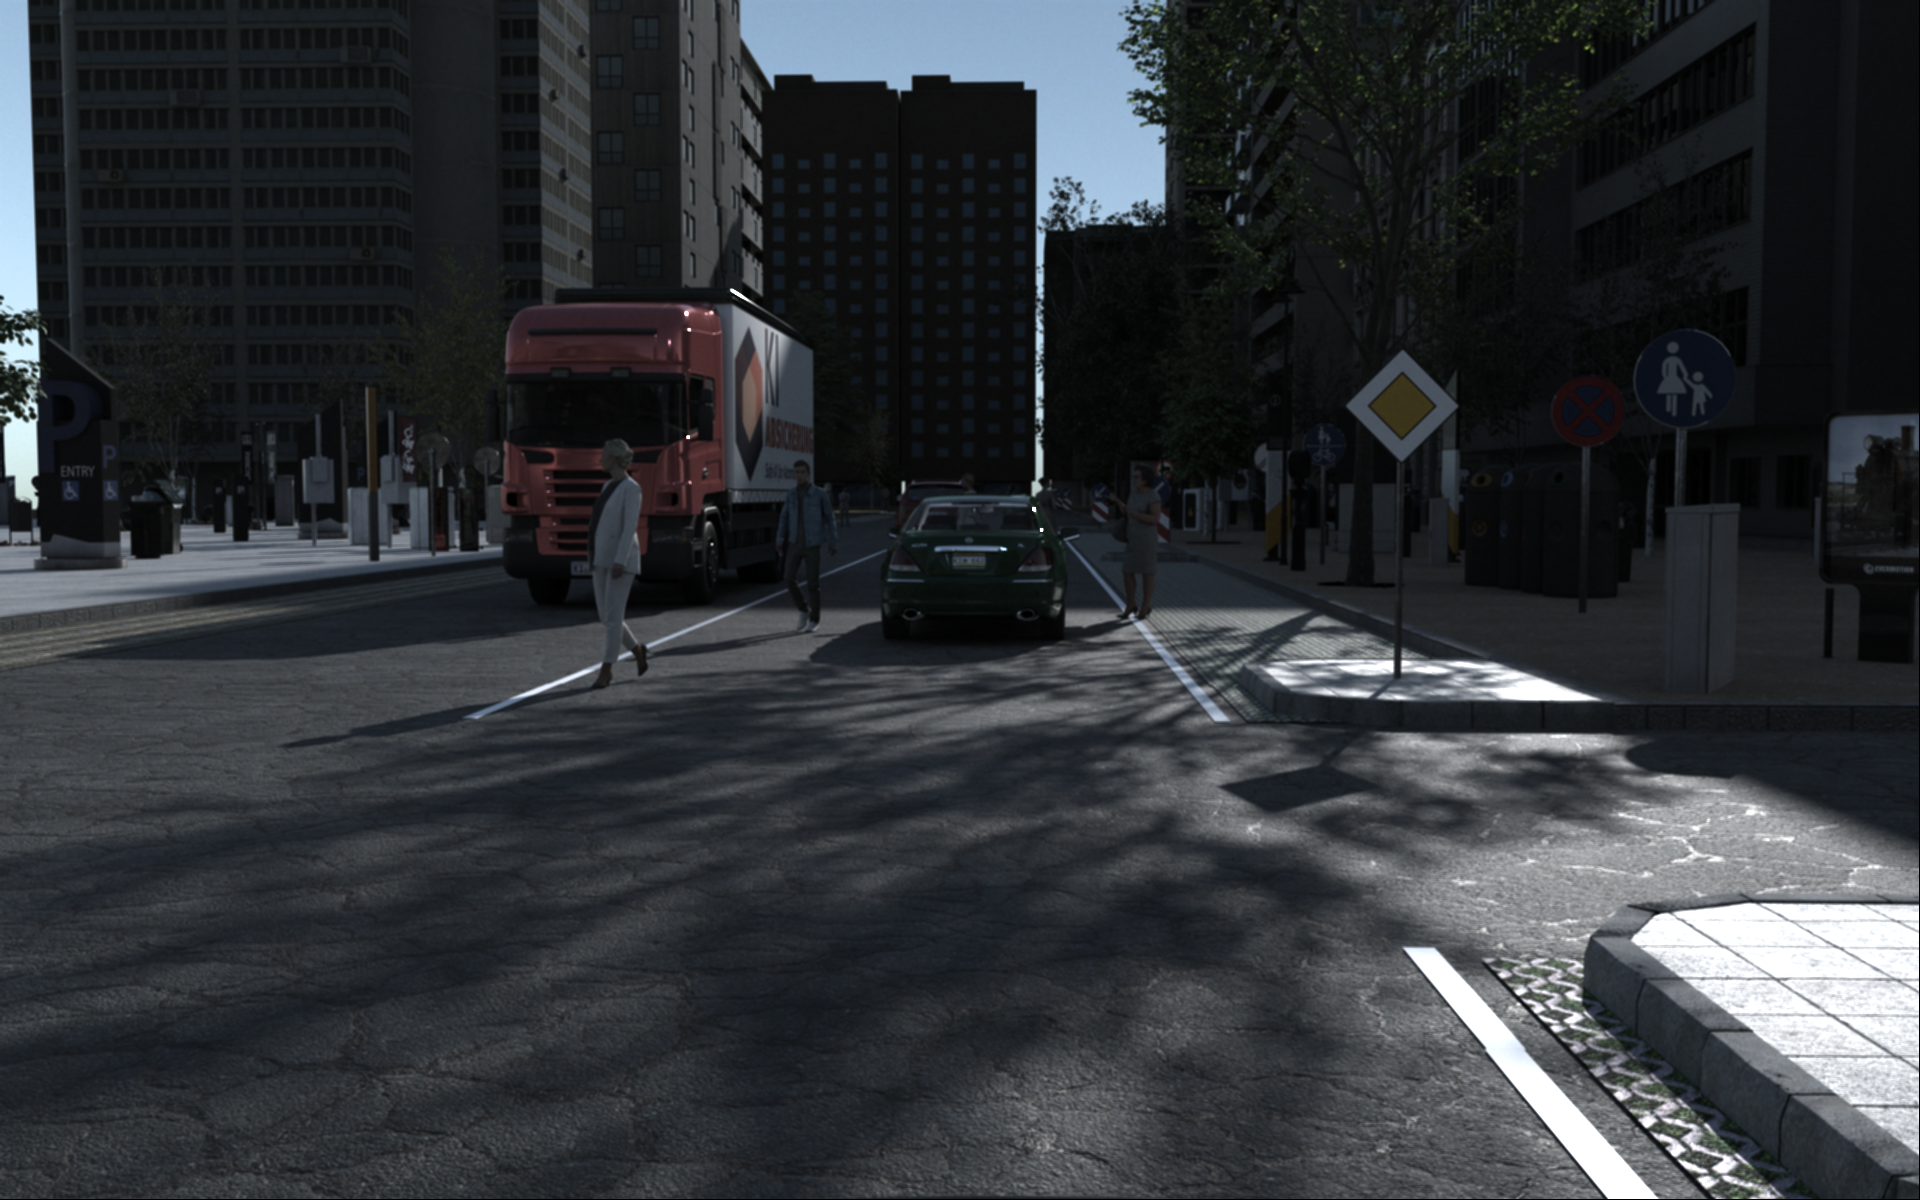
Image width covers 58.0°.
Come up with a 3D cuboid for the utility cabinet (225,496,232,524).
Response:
[{"bbox_3d":[-30.751,-3.808,73.423,1.020,1.237,0.306,0,4,8],"label":"utility cabinet"}]

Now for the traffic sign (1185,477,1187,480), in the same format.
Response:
[{"bbox_3d":[9.229,-4.431,72.554,0.768,2.556,0.104,0,4,8],"label":"traffic sign"}]

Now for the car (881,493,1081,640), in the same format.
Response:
[{"bbox_3d":[0.228,-0.410,18.497,2.131,1.459,4.920,0,4,4],"label":"car"}]

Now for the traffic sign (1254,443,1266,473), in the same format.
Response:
[{"bbox_3d":[7.590,-2.595,42.541,0.768,2.556,0.104,1,4,11],"label":"traffic sign"}]

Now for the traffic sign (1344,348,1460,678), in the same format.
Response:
[{"bbox_3d":[3.044,-0.511,12.004,0.795,2.450,0.064,0,4,2],"label":"traffic sign"}]

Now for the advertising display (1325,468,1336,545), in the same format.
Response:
[{"bbox_3d":[9.565,-2.330,43.317,0.974,1.923,0.123,-1,4,-20],"label":"advertising display"}]

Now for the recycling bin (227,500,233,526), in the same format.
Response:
[{"bbox_3d":[-29.226,-3.516,70.038,0.722,1.027,0.722,-2,4,-27],"label":"recycling bin"}]

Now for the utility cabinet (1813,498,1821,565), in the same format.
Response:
[{"bbox_3d":[15.890,-1.219,31.085,0.306,1.237,1.020,-2,4,-32],"label":"utility cabinet"}]

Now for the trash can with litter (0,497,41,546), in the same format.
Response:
[{"bbox_3d":[-23.778,-1.962,43.143,2.233,1.210,1.678,-1,4,-10],"label":"trash can with litter"}]

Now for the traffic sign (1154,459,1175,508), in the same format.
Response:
[{"bbox_3d":[7.414,-3.835,62.815,0.768,2.556,0.104,1,4,10],"label":"traffic sign"}]

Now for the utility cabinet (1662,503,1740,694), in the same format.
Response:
[{"bbox_3d":[4.941,-0.024,11.560,0.306,1.237,1.020,2,4,33],"label":"utility cabinet"}]

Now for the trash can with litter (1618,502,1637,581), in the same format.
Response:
[{"bbox_3d":[9.395,-0.863,25.494,0.624,1.170,1.055,-3,5,-39],"label":"trash can with litter"}]

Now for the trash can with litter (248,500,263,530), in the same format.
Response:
[{"bbox_3d":[-25.608,-3.129,62.546,1.055,1.170,0.624,2,4,28],"label":"trash can with litter"}]

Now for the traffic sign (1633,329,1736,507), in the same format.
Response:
[{"bbox_3d":[5.600,-0.818,13.474,0.768,2.556,0.104,0,4,6],"label":"traffic sign"}]

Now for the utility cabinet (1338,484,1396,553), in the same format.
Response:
[{"bbox_3d":[8.830,-1.768,37.588,1.173,1.500,0.318,1,4,10],"label":"utility cabinet"}]

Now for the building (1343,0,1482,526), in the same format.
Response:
[{"bbox_3d":[24.023,-15.136,76.351,11.050,23.489,19.941,0,4,2],"label":"building"}]

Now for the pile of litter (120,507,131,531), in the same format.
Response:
[{"bbox_3d":[-29.001,-2.807,59.863,1.176,0.858,1.719,2,4,30],"label":"pile of litter"}]

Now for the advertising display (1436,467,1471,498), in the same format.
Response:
[{"bbox_3d":[11.804,-2.218,41.475,0.974,1.923,0.123,-2,4,-26],"label":"advertising display"}]

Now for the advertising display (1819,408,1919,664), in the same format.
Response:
[{"bbox_3d":[7.079,-0.488,13.192,0.123,1.923,0.974,-3,5,-43],"label":"advertising display"}]

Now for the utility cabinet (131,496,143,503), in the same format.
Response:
[{"bbox_3d":[-31.207,-3.381,66.442,0.306,1.237,1.020,3,4,37],"label":"utility cabinet"}]

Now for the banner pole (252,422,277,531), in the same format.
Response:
[{"bbox_3d":[-24.111,-4.306,60.420,0.863,3.779,0.401,2,4,28],"label":"banner pole"}]

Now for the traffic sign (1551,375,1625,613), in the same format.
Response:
[{"bbox_3d":[6.734,-1.134,18.654,0.768,2.556,0.104,0,4,7],"label":"traffic sign"}]

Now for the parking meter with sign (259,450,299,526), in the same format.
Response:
[{"bbox_3d":[-27.081,-4.476,69.440,1.738,3.016,0.543,-1,4,-12],"label":"parking meter with sign"}]

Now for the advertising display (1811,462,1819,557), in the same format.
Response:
[{"bbox_3d":[17.618,-1.852,35.502,0.123,1.923,0.974,3,4,36],"label":"advertising display"}]

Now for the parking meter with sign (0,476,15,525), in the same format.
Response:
[{"bbox_3d":[-39.365,-4.594,71.371,1.738,3.016,0.543,1,4,16],"label":"parking meter with sign"}]

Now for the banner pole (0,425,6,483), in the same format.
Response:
[{"bbox_3d":[-27.059,-3.576,48.492,0.401,3.779,0.863,1,4,18],"label":"banner pole"}]

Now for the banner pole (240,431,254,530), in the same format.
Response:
[{"bbox_3d":[-24.959,-4.343,61.026,0.401,3.779,0.863,2,4,29],"label":"banner pole"}]

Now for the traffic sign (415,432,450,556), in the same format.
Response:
[{"bbox_3d":[-10.894,-2.181,35.771,0.768,2.556,0.104,0,4,8],"label":"traffic sign"}]

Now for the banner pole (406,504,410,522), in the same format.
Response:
[{"bbox_3d":[-25.707,-5.561,80.931,0.401,3.779,0.863,2,4,24],"label":"banner pole"}]

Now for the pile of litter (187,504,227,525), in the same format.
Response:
[{"bbox_3d":[-31.448,-3.573,72.387,1.719,0.858,1.176,1,4,19],"label":"pile of litter"}]

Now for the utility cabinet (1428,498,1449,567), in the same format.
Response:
[{"bbox_3d":[8.542,-1.210,30.947,0.306,1.237,1.020,1,4,12],"label":"utility cabinet"}]

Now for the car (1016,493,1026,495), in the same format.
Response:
[{"bbox_3d":[3.837,-6.580,116.375,1.959,1.807,4.718,0,4,4],"label":"car"}]

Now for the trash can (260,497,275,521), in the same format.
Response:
[{"bbox_3d":[-33.401,-4.400,83.585,0.748,1.137,0.748,0,3,0],"label":"trash can"}]

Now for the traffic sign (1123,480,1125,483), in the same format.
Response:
[{"bbox_3d":[8.592,-5.309,86.804,0.884,2.594,0.081,1,4,8],"label":"traffic sign"}]

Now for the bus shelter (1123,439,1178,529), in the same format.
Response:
[{"bbox_3d":[7.446,-4.462,66.872,2.014,3.302,5.546,0,4,2],"label":"bus shelter"}]

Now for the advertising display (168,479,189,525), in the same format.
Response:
[{"bbox_3d":[-32.927,-4.144,72.973,0.974,1.923,0.123,1,4,22],"label":"advertising display"}]

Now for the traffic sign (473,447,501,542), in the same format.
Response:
[{"bbox_3d":[-12.733,-2.844,46.611,0.768,2.556,0.104,1,4,9],"label":"traffic sign"}]

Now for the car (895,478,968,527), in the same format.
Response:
[{"bbox_3d":[-0.499,-2.125,43.421,2.281,1.827,5.304,0,4,2],"label":"car"}]

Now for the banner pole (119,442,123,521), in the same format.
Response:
[{"bbox_3d":[-40.640,-5.722,83.579,0.401,3.779,0.863,1,4,11],"label":"banner pole"}]

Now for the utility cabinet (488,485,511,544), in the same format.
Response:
[{"bbox_3d":[-11.225,-2.124,43.404,1.173,1.500,0.318,1,4,12],"label":"utility cabinet"}]

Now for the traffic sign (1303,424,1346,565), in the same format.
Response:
[{"bbox_3d":[6.603,-1.919,31.475,0.768,2.556,0.104,0,4,7],"label":"traffic sign"}]
